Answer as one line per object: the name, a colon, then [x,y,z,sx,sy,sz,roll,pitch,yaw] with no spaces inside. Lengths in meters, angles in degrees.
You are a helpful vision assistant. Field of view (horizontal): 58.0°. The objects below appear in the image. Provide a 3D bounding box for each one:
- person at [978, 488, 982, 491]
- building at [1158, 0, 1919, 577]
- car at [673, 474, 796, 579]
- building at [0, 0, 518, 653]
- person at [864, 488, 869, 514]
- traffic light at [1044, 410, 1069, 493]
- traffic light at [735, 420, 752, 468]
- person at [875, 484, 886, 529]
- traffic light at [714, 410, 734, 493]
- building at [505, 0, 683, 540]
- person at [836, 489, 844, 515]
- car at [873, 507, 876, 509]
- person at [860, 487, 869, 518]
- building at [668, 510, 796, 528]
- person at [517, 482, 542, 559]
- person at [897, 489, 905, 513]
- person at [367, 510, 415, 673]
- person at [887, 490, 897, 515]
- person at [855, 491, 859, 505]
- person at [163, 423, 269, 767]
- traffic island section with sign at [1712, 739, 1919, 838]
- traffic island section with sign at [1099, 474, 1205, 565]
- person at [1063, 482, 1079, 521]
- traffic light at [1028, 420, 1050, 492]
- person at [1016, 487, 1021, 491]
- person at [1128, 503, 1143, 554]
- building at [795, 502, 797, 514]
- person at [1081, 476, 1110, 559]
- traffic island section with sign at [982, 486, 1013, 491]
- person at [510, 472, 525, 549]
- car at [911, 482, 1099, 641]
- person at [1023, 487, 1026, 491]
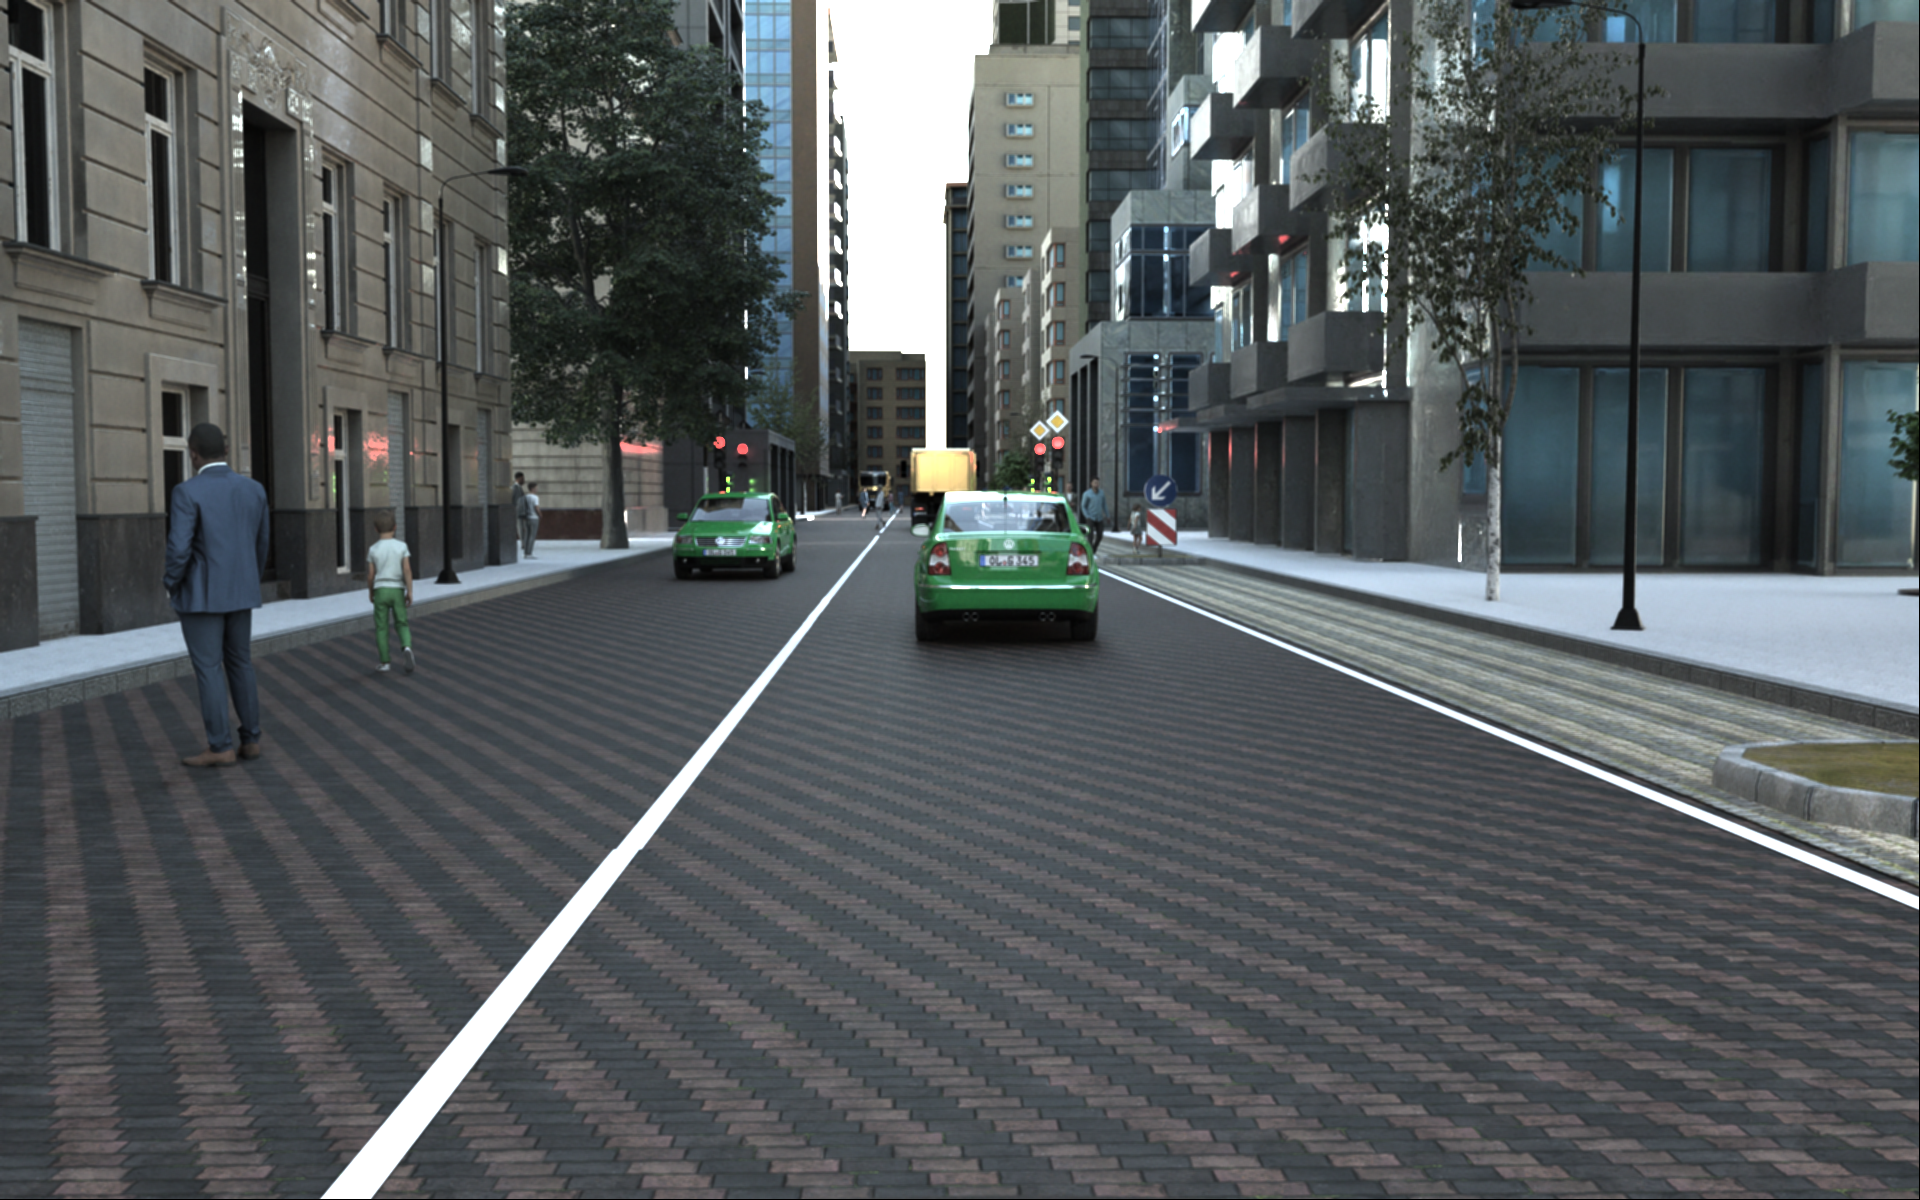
person: [1.005,-5.180,93.787,0.643,1.750,0.593,1,4,19]
building: [17.710,-25.689,39.618,23.786,49.044,30.456,0,4,-2]
car: [-3.951,-1.343,30.762,1.959,1.807,4.718,0,3,0]
building: [-13.565,-13.579,19.277,12.463,27.353,25.104,0,4,-2]
person: [-6.903,-7.245,126.313,0.474,1.900,0.648,1,4,13]
traffic light: [3.221,-4.213,57.802,0.839,4.253,0.868,0,4,-2]
traffic light: [-8.159,-4.681,65.457,0.839,4.253,0.868,0,4,-2]
person: [-3.280,-3.876,71.743,0.514,1.842,0.818,3,5,40]
traffic light: [-7.936,-4.193,57.475,0.839,4.253,0.868,0,4,-2]
building: [-18.692,-11.483,52.375,19.286,19.102,10.561,0,4,-2]
person: [-8.411,-6.835,120.828,0.480,1.755,0.524,1,4,23]
car: [-7.566,-9.682,168.524,2.015,1.641,3.980,0,4,0]
person: [-5.697,-5.724,102.112,0.581,1.822,0.654,2,4,31]
building: [-17.676,-38.831,73.138,20.563,71.187,20.611,0,4,-2]
person: [-8.559,-1.577,34.427,0.503,1.515,0.523,0,4,-2]
person: [-4.541,-7.581,132.479,0.581,1.822,0.654,0,4,6]
person: [-4.554,-0.069,13.873,0.306,1.304,0.590,-3,4,-37]
person: [-4.674,-6.677,118.502,0.643,1.720,0.563,1,4,18]
person: [-12.550,-12.523,211.739,0.436,1.711,0.756,-1,4,-12]
person: [-3.909,-0.029,9.164,0.419,1.800,0.721,1,4,21]
traffic island section with sign: [4.666,0.040,7.975,1.989,1.847,2.006,0,4,-2]
traffic island section with sign: [3.897,-1.641,35.458,1.989,1.847,2.006,0,4,-2]
person: [2.939,-2.290,46.485,0.519,1.759,0.362,0,4,1]
traffic light: [2.997,-4.701,65.784,0.839,4.253,0.868,0,4,-2]
person: [2.564,-4.087,76.071,0.466,1.731,0.760,0,4,7]
person: [4.139,-1.702,41.340,0.382,1.210,0.505,-2,4,-34]
building: [-26.541,-25.212,104.093,32.217,40.220,23.993,0,4,-2]
person: [2.958,-1.818,38.246,0.660,1.820,0.620,-2,4,-31]
traffic island section with sign: [2.348,-5.033,90.919,1.989,1.847,2.006,0,4,-2]
person: [-10.332,-2.085,40.405,0.850,1.792,0.678,0,4,6]
car: [0.445,-0.580,18.272,1.959,1.807,4.718,0,4,0]
person: [4.086,-6.401,111.448,0.760,1.731,0.466,-1,4,-21]
